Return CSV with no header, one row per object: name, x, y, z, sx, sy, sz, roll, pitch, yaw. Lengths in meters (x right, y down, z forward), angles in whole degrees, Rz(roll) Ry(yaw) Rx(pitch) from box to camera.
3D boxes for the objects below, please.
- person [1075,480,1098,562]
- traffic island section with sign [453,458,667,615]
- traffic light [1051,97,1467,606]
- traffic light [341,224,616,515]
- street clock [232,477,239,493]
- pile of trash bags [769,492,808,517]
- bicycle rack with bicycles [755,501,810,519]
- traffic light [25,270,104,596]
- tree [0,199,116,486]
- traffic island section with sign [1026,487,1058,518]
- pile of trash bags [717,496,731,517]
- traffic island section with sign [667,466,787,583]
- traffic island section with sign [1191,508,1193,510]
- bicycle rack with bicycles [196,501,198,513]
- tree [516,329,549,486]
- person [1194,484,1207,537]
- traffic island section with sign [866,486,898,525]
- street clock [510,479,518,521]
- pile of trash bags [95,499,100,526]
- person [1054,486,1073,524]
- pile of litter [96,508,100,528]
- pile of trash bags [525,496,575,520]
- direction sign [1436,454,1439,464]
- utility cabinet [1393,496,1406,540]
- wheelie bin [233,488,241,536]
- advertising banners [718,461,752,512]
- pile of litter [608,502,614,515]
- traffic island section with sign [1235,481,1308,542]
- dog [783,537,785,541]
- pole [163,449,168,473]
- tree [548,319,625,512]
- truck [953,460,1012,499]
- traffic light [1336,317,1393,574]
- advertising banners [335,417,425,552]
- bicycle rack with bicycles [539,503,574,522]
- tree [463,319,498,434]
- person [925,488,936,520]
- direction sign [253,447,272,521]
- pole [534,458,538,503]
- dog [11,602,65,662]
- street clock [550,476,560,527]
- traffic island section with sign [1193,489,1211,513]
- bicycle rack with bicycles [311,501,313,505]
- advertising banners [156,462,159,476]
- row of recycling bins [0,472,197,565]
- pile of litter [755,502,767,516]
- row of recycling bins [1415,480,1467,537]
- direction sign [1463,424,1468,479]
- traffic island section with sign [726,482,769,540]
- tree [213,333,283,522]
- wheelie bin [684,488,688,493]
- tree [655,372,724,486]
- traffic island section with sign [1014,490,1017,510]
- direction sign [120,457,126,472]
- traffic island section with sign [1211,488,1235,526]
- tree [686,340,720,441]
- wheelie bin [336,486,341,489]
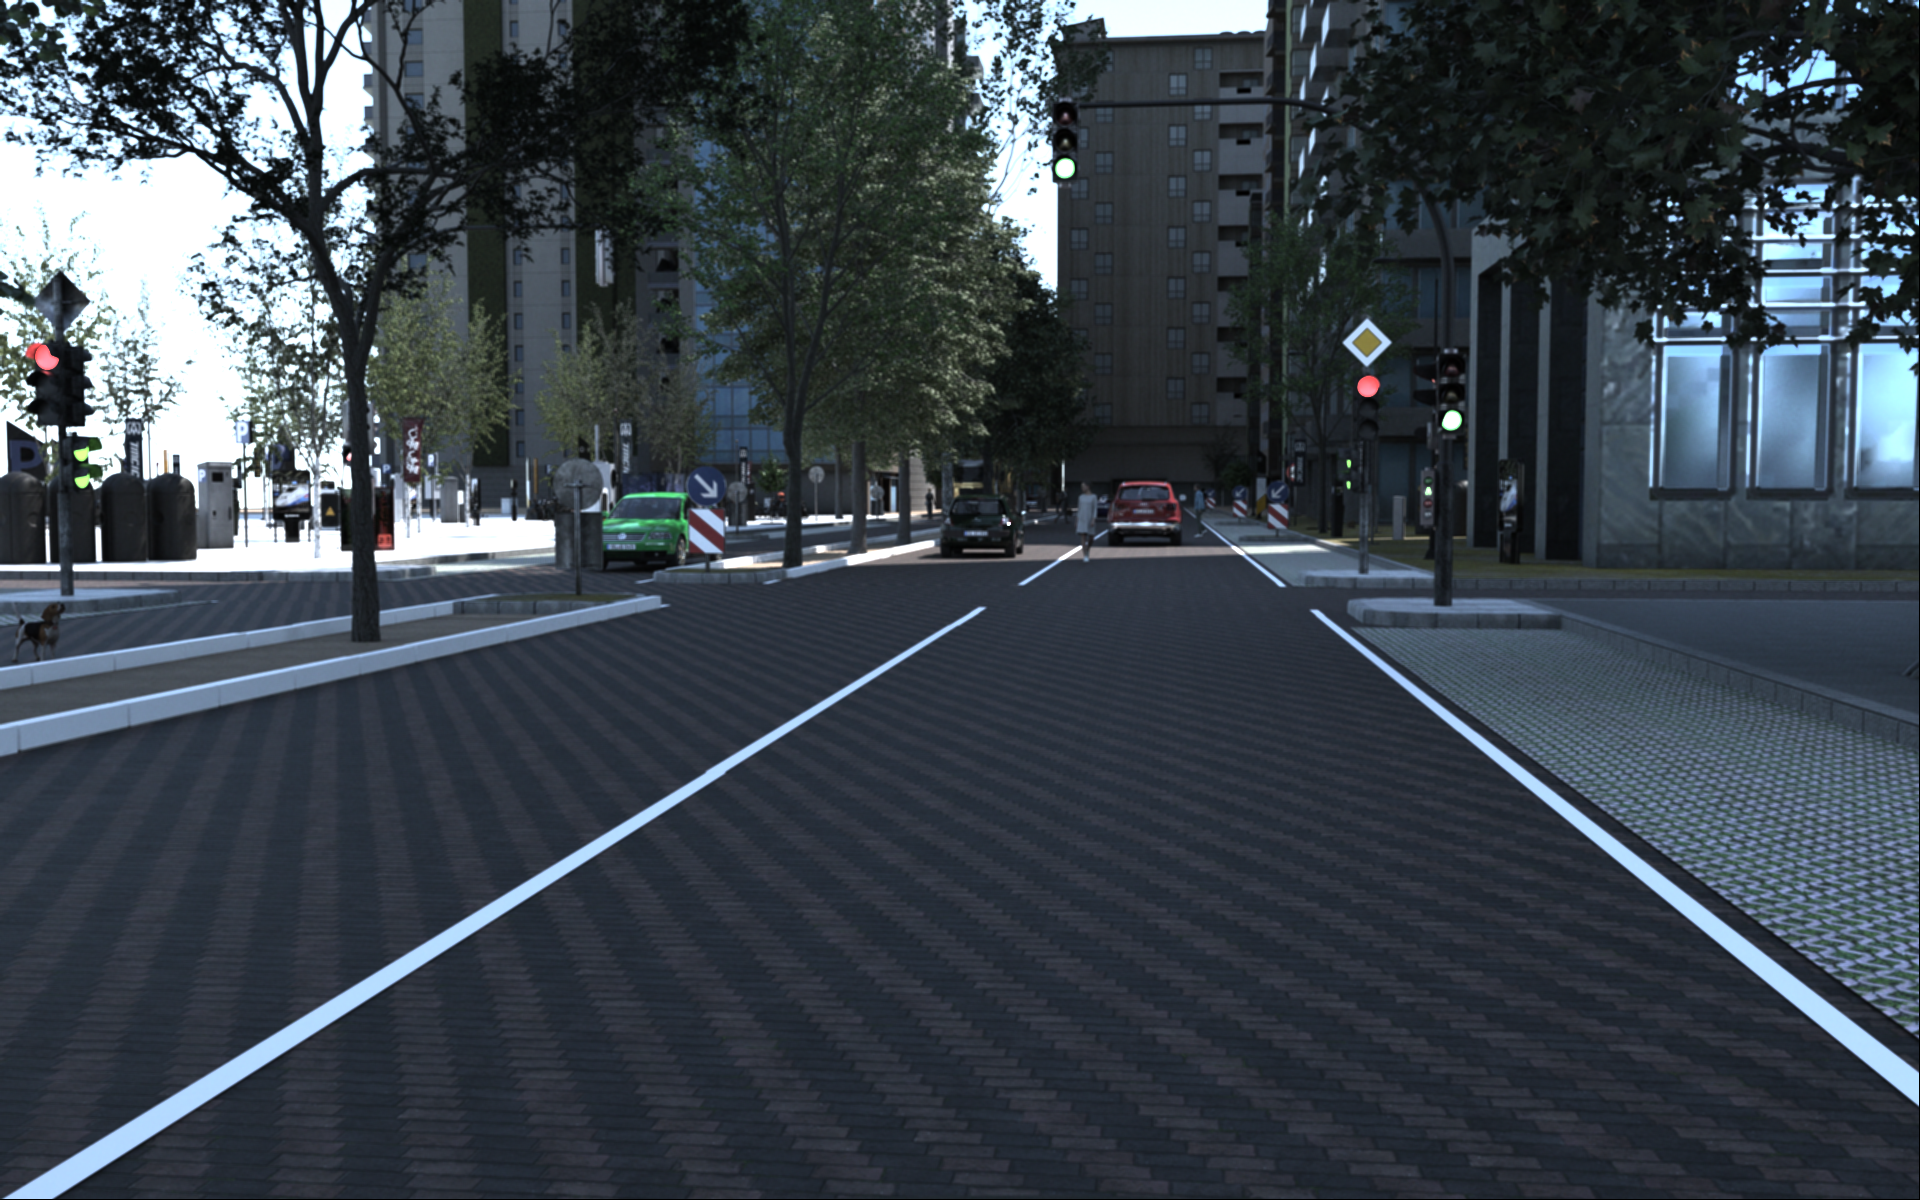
person,2.685,-1.693,36.930,0.466,1.731,0.760,0,4,-6
traffic island section with sign,-4.922,-0.811,21.395,2.006,1.907,1.989,0,4,7
traffic light,3.435,-2.767,19.907,4.771,5.953,1.251,0,4,7
traffic light,-8.239,-3.353,29.495,4.771,5.953,1.251,0,4,7
street clock,-31.528,-4.325,75.291,0.471,2.002,0.358,3,5,43
pile of trash bags,-9.704,-5.316,96.666,1.912,1.369,3.447,-1,4,-20
bicycle rack with bicycles,-9.507,-4.628,89.051,2.925,0.926,2.852,1,4,22
traffic light,-11.272,-2.010,21.778,0.839,4.253,0.868,0,4,7
tree,-22.650,-5.638,42.543,4.737,8.622,4.395,0,3,0
traffic island section with sign,4.845,-5.824,103.363,2.006,1.907,1.989,0,4,7
pile of trash bags,-13.470,-5.304,96.480,1.912,1.369,3.447,0,4,-1
traffic island section with sign,-4.036,-1.261,28.749,2.006,1.907,1.989,0,4,7
traffic island section with sign,21.752,-8.995,155.703,1.989,1.847,2.006,0,4,7
bicycle rack with bicycles,-37.835,-4.452,86.173,2.852,0.926,2.925,-3,4,-36
tree,-18.672,-7.050,65.625,4.737,8.622,4.395,0,3,0
person,8.037,-3.005,57.977,0.444,1.785,0.601,2,4,31
traffic island section with sign,-3.895,-4.445,81.308,1.989,1.847,2.006,0,4,7
street clock,-20.999,-4.709,81.564,0.358,2.002,0.471,-2,4,-29
pile of trash bags,-35.356,-3.653,69.476,1.912,1.369,3.447,1,4,21
person,5.026,-4.635,84.243,0.822,1.834,0.622,1,4,21
pile of litter,-32.042,-3.150,65.471,1.176,0.858,1.719,-1,4,-22
pile of trash bags,-19.841,-4.629,85.435,1.912,1.369,3.447,1,4,21
direction sign,15.607,-3.940,56.419,0.379,3.537,0.876,-1,4,-14
utility cabinet,12.452,-2.319,49.083,0.306,1.237,1.020,1,4,17
wheelie bin,-22.583,-2.779,53.351,0.980,1.594,0.693,3,5,45
advertising banners,-11.923,-5.828,91.467,2.074,3.025,0.090,1,4,16
pile of litter,-19.221,-4.978,95.354,1.719,0.858,1.176,-1,4,-14
traffic island section with sign,9.433,-2.669,52.264,1.989,1.847,2.006,0,4,7
dog,-5.133,-2.004,52.952,0.550,0.427,0.748,0,4,0
pole,-35.928,-5.170,78.379,0.158,3.312,0.155,0,3,0
tree,-16.288,-7.529,73.463,4.737,8.622,4.395,0,3,0
truck,1.242,-6.331,99.432,3.469,3.379,9.791,0,4,8
traffic light,6.468,-2.374,27.730,0.839,4.253,0.868,0,4,7
advertising banners,-13.060,-2.625,39.102,2.074,3.025,0.090,-3,5,-39
bicycle rack with bicycles,-18.032,-4.097,80.366,2.925,0.926,2.852,-1,4,-21
tree,-17.453,-6.480,56.304,4.360,8.622,3.978,0,3,0
person,-1.664,-5.429,97.690,0.534,1.772,0.576,2,4,27
direction sign,-33.652,-5.604,83.626,0.876,3.537,0.379,0,4,4
pole,-24.263,-6.436,99.074,0.158,3.312,0.155,0,3,0
dog,-7.863,0.276,14.782,0.540,0.507,0.406,-1,4,-10
street clock,-15.719,-3.850,67.526,0.358,2.002,0.471,2,4,32
traffic island section with sign,18.566,-7.358,128.936,1.989,1.847,2.006,0,4,7
bicycle rack with bicycles,-33.234,-4.745,90.966,2.925,0.926,2.852,1,4,11
advertising banners,-43.415,-5.936,93.236,0.090,3.025,2.074,0,4,-6
row of recycling bins,-16.247,-1.563,32.669,3.534,1.692,1.069,-3,5,-44
pile of litter,-12.067,-5.343,101.316,1.719,0.858,1.176,1,4,9
row of recycling bins,15.110,-2.852,53.735,1.069,1.692,3.534,0,4,-6
direction sign,16.569,-3.941,56.435,0.379,3.537,0.876,3,4,37
traffic island section with sign,-7.095,-2.808,54.543,1.989,1.847,2.006,0,4,7
tree,-31.761,-7.869,79.028,4.737,8.622,4.395,0,3,0
wheelie bin,-13.877,-4.796,86.329,0.980,1.594,0.693,2,4,27
tree,-16.155,-9.333,102.949,4.737,8.622,4.395,0,3,0
traffic island section with sign,5.269,-9.149,158.215,1.989,1.847,2.006,0,4,7
direction sign,-51.589,-7.026,106.870,0.876,3.537,0.379,3,5,41
traffic island section with sign,12.627,-4.306,79.030,1.989,1.847,2.006,0,4,7
tree,-13.310,-7.928,79.978,4.360,8.622,3.978,0,3,0
wheelie bin,-24.039,-3.614,66.996,0.693,1.594,0.980,-1,4,-10
